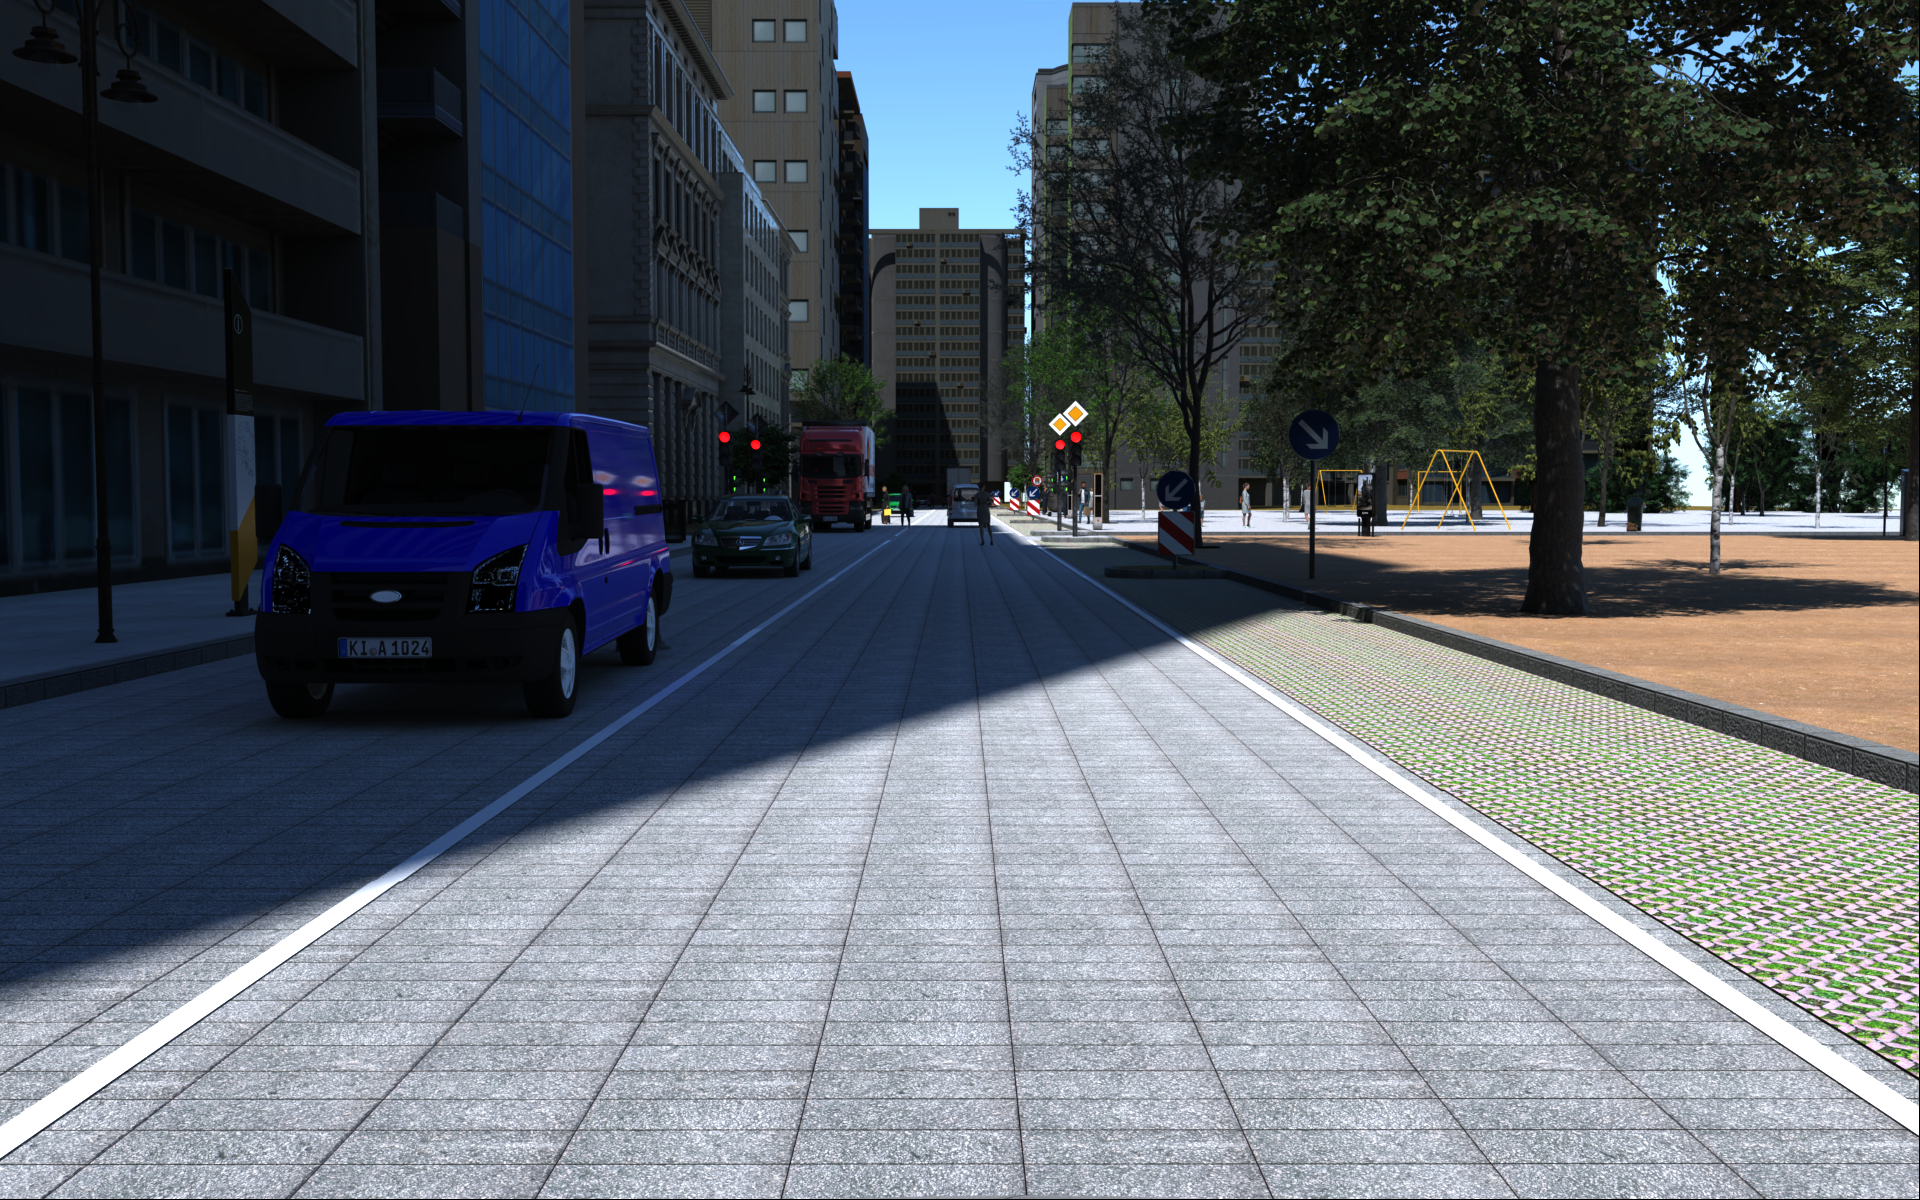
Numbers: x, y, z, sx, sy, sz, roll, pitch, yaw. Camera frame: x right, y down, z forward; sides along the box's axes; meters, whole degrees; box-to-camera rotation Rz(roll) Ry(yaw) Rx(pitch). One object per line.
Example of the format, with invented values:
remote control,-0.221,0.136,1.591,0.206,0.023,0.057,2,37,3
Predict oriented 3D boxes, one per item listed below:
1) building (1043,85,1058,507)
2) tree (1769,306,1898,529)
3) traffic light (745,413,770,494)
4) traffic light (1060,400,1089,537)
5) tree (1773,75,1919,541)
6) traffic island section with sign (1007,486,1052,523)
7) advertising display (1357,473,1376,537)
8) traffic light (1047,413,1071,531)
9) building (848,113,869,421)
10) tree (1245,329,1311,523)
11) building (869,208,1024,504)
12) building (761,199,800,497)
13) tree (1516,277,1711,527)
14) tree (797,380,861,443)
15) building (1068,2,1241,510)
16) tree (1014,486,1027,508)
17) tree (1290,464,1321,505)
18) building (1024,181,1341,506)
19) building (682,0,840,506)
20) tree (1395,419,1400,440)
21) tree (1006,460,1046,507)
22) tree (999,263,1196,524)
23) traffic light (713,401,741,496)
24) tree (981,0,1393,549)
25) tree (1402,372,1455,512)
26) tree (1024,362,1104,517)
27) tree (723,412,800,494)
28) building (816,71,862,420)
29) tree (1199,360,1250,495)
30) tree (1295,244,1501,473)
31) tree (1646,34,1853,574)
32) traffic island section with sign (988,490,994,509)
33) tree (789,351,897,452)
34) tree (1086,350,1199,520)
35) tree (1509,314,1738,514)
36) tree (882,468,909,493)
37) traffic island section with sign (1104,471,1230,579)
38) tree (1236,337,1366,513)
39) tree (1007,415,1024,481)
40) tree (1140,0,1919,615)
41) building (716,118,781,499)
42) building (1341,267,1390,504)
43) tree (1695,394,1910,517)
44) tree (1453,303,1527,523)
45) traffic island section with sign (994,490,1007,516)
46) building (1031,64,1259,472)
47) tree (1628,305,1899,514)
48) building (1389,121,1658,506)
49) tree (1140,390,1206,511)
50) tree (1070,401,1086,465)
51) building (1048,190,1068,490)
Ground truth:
building,15.419,-30.151,176.571,14.154,41.232,14.086,0,3,0
tree,31.998,-6.950,64.000,4.360,8.622,3.978,0,3,0
traffic light,-7.024,-4.350,60.051,0.839,4.253,0.868,0,3,0
traffic light,3.448,-3.864,52.097,0.839,4.253,0.868,0,3,0
tree,25.802,-7.862,46.666,7.486,12.596,7.792,0,3,0
traffic island section with sign,3.452,-4.659,84.810,1.989,1.847,2.006,0,3,0
advertising display,12.270,-2.880,52.298,0.123,1.923,0.974,-1,4,-15
traffic light,3.437,-4.352,60.082,0.839,4.253,0.868,0,3,0
building,-17.944,-33.629,199.939,14.200,45.320,14.600,0,3,0
tree,14.783,-7.777,77.514,4.360,8.622,3.978,0,3,0
building,-2.915,-33.398,237.945,23.993,40.220,32.217,0,3,0
building,-16.847,-16.738,109.817,11.583,22.565,21.152,0,3,0
tree,25.589,-8.160,67.834,7.601,10.594,8.767,0,4,6
tree,-8.271,-9.821,110.930,4.360,8.622,3.978,0,3,0
building,16.118,-28.427,148.378,14.154,41.232,14.086,0,3,0
tree,6.128,-10.275,162.592,1.663,3.219,1.824,0,3,0
tree,26.294,-11.128,132.309,4.737,8.622,4.395,0,3,0
building,24.152,-30.810,195.618,32.217,40.220,23.993,0,3,0
building,-24.497,-34.189,148.224,28.713,52.752,27.495,0,3,0
tree,33.019,-10.718,125.603,4.737,8.622,4.395,0,3,0
tree,6.318,-11.900,178.275,4.285,4.588,4.351,0,3,0
tree,6.432,-9.139,75.170,9.928,11.665,9.643,0,3,0
traffic light,-7.013,-3.862,52.066,0.839,4.253,0.868,0,3,0
tree,5.494,-7.980,40.847,12.009,13.543,11.850,0,3,0
tree,22.432,-7.753,77.126,4.737,8.622,4.395,0,3,0
tree,5.950,-8.859,95.209,4.360,8.622,3.978,0,3,0
tree,-7.910,-5.222,69.088,4.285,4.588,4.351,0,3,0
building,-21.509,-31.949,176.992,22.147,44.769,28.867,0,3,0
tree,13.200,-8.770,93.745,4.737,8.622,4.395,0,3,0
tree,25.172,-14.969,100.630,12.611,20.169,13.585,0,3,0
tree,12.185,-4.727,27.642,4.737,8.622,4.395,0,3,0
traffic island section with sign,3.332,-9.378,161.950,1.989,1.847,2.006,0,3,0
tree,-8.586,-12.322,127.226,9.928,11.665,9.643,0,3,0
tree,9.164,-8.321,86.409,4.737,8.622,4.395,0,3,0
tree,43.430,-13.455,121.806,13.155,14.587,18.604,0,4,-2
tree,-7.705,-13.928,211.438,4.285,4.588,4.351,0,3,0
traffic island section with sign,3.532,-1.305,29.962,1.989,1.847,2.006,0,3,0
tree,24.074,-12.455,120.639,9.611,12.733,9.660,0,3,0
tree,5.504,-11.716,141.926,4.360,8.622,3.978,0,3,0
tree,6.363,-6.826,18.254,9.857,13.997,8.962,0,3,0
building,-15.462,-14.423,90.560,10.420,20.320,16.860,0,3,0
building,50.088,-33.336,236.928,23.993,40.220,32.217,0,3,0
tree,48.484,-8.218,97.264,11.467,7.101,20.602,-2,4,-27
tree,14.959,-5.607,42.032,4.737,8.622,4.395,0,3,0
traffic island section with sign,3.407,-6.350,112.447,1.989,1.847,2.006,0,3,0
building,23.992,-42.200,231.974,28.212,58.520,21.231,0,3,0
tree,58.160,-13.552,123.403,13.155,14.587,18.604,0,4,0
building,64.377,-33.161,196.812,28.867,44.769,22.147,0,3,0
tree,14.975,-10.455,121.297,4.360,8.622,3.978,0,3,0
tree,9.431,-10.316,119.032,4.737,8.622,4.395,0,3,0
building,15.258,-23.922,162.829,14.160,30.474,14.107,0,3,0
